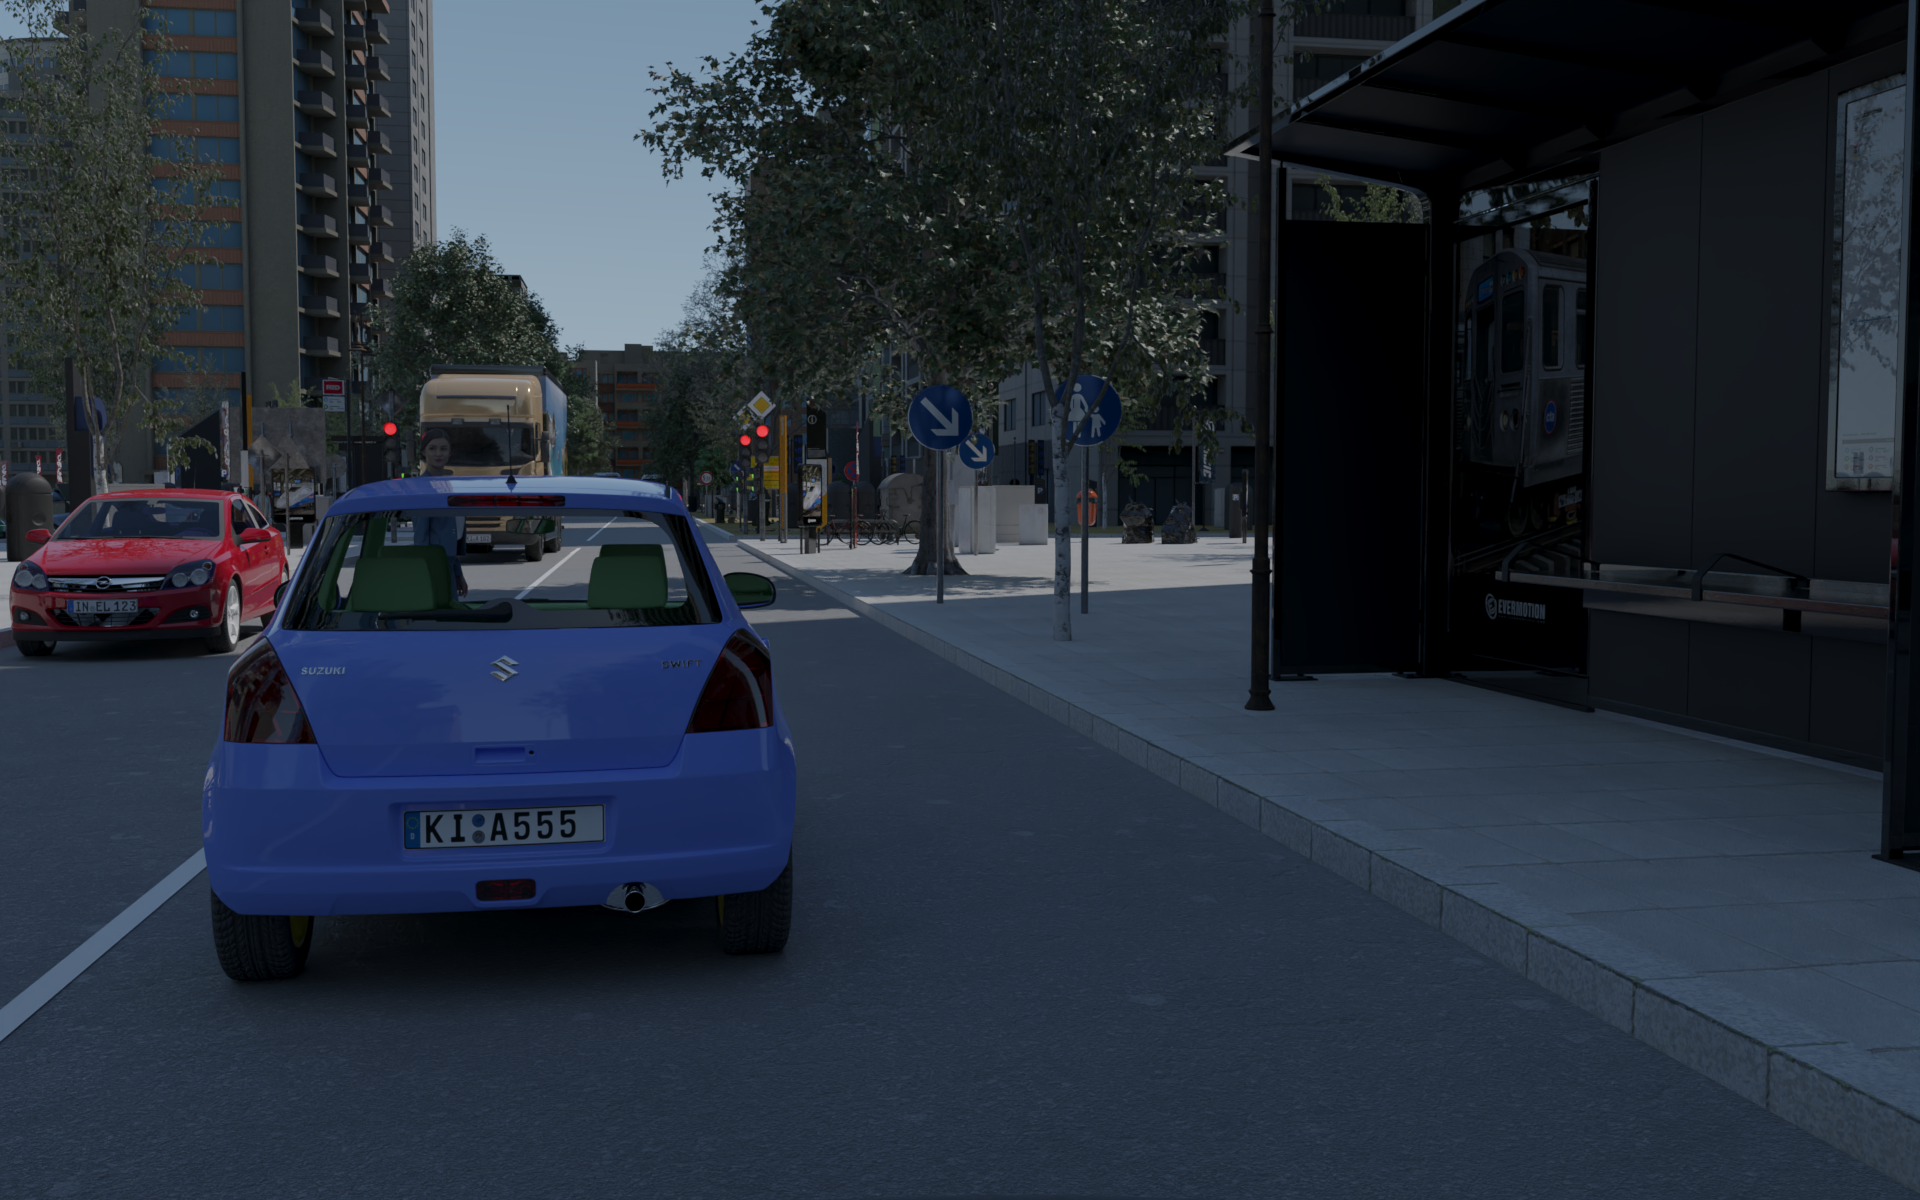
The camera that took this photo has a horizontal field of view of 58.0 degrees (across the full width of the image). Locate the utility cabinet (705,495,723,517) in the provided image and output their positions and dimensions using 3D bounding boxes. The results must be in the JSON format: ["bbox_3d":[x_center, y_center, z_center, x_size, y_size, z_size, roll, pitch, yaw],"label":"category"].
[{"bbox_3d":[-14.086,-5.379,99.106,1.020,1.237,0.306,0,4,-4],"label":"utility cabinet"}]

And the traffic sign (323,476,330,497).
[{"bbox_3d":[-21.433,-3.567,58.420,0.768,2.556,0.104,0,4,-3],"label":"traffic sign"}]

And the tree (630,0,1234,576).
[{"bbox_3d":[-0.311,-6.741,27.218,9.611,12.733,9.660,0,3,0],"label":"tree"}]

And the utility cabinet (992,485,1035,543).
[{"bbox_3d":[1.328,-2.215,44.889,1.173,1.500,0.318,-1,4,-19],"label":"utility cabinet"}]

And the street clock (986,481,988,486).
[{"bbox_3d":[1.393,-5.569,95.628,0.358,2.002,0.471,1,4,11],"label":"street clock"}]

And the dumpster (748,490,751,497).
[{"bbox_3d":[-14.069,-7.279,121.500,1.502,2.255,1.985,-1,4,-10],"label":"dumpster"}]

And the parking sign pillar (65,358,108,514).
[{"bbox_3d":[-17.589,-2.842,34.935,1.447,3.967,1.447,-1,4,-12],"label":"parking sign pillar"}]

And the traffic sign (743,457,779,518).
[{"bbox_3d":[-10.399,-6.014,92.208,2.265,3.308,0.079,0,4,-6],"label":"traffic sign"}]

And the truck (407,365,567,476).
[{"bbox_3d":[-10.618,-3.123,39.968,2.839,4.237,11.283,-1,4,-10],"label":"truck"}]

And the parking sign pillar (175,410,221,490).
[{"bbox_3d":[-24.207,-4.070,55.024,1.447,3.967,1.447,3,5,41],"label":"parking sign pillar"}]

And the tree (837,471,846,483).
[{"bbox_3d":[-9.130,-8.066,126.477,1.663,3.219,1.824,0,3,0],"label":"tree"}]

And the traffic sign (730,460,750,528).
[{"bbox_3d":[-8.262,-3.976,65.121,0.768,2.556,0.104,0,4,-8],"label":"traffic sign"}]

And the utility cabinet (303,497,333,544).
[{"bbox_3d":[-16.637,-2.037,44.461,1.020,1.237,0.306,0,4,2],"label":"utility cabinet"}]

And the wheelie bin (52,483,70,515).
[{"bbox_3d":[-26.694,-2.678,51.691,0.693,1.594,0.980,1,4,20],"label":"wheelie bin"}]

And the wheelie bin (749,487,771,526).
[{"bbox_3d":[-8.046,-3.764,69.452,0.693,1.594,0.980,2,4,32],"label":"wheelie bin"}]

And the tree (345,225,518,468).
[{"bbox_3d":[-21.538,-9.619,74.284,9.611,12.733,9.660,0,3,0],"label":"tree"}]

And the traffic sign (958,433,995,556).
[{"bbox_3d":[0.336,-2.197,36.026,0.768,2.556,0.104,-1,4,-8],"label":"traffic sign"}]

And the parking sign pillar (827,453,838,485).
[{"bbox_3d":[-7.585,-6.898,101.257,1.447,3.967,1.447,1,4,20],"label":"parking sign pillar"}]

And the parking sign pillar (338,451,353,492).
[{"bbox_3d":[-35.094,-6.769,99.140,1.447,3.967,1.447,3,5,40],"label":"parking sign pillar"}]

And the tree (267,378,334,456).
[{"bbox_3d":[-42.337,-9.704,109.031,4.737,8.622,4.395,0,3,0],"label":"tree"}]

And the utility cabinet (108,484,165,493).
[{"bbox_3d":[-18.051,-1.787,37.901,0.318,1.500,1.173,3,5,44],"label":"utility cabinet"}]

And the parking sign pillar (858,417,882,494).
[{"bbox_3d":[-3.081,-4.298,58.746,1.447,3.967,1.447,-1,4,-22],"label":"parking sign pillar"}]

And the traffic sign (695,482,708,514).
[{"bbox_3d":[-16.337,-6.716,109.811,0.884,2.594,0.081,0,4,-2],"label":"traffic sign"}]

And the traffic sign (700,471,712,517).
[{"bbox_3d":[-14.158,-5.917,96.842,0.768,2.556,0.104,0,4,-2],"label":"traffic sign"}]

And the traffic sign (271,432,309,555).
[{"bbox_3d":[-14.026,-2.209,36.115,0.884,2.594,0.081,0,4,-8],"label":"traffic sign"}]

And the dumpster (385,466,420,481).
[{"bbox_3d":[-18.961,-3.467,59.179,1.502,2.255,1.985,-1,4,-10],"label":"dumpster"}]

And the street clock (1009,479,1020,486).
[{"bbox_3d":[2.531,-4.659,80.743,0.471,2.002,0.358,-1,4,-11],"label":"street clock"}]

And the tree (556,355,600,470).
[{"bbox_3d":[-29.339,-11.821,119.030,9.928,11.665,9.643,0,3,0],"label":"tree"}]

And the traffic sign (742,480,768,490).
[{"bbox_3d":[-13.629,-7.341,113.906,2.265,3.308,0.079,0,4,-6],"label":"traffic sign"}]

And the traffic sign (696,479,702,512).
[{"bbox_3d":[-18.439,-7.552,123.587,0.768,2.556,0.104,0,4,-8],"label":"traffic sign"}]

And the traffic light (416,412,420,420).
[{"bbox_3d":[-16.295,-3.937,53.285,0.839,4.253,0.868,-1,4,-10],"label":"traffic light"}]

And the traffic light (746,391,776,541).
[{"bbox_3d":[-5.410,-3.562,47.160,0.839,4.253,0.868,-1,4,-10],"label":"traffic light"}]

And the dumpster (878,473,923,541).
[{"bbox_3d":[-1.525,-2.570,47.776,1.264,1.857,1.865,-1,4,-10],"label":"dumpster"}]

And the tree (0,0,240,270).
[{"bbox_3d":[-11.140,-4.390,22.137,4.360,8.622,3.978,0,3,0],"label":"tree"}]

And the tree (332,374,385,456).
[{"bbox_3d":[-35.512,-9.358,103.370,4.360,8.622,3.978,0,3,0],"label":"tree"}]

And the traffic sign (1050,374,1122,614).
[{"bbox_3d":[1.336,-1.125,18.493,0.768,2.556,0.104,0,4,-1],"label":"traffic sign"}]

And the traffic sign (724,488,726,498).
[{"bbox_3d":[-17.650,-7.951,130.110,0.768,2.556,0.104,-1,4,-9],"label":"traffic sign"}]

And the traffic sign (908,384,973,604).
[{"bbox_3d":[-0.232,-1.231,20.226,0.768,2.556,0.104,0,4,-7],"label":"traffic sign"}]

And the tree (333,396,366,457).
[{"bbox_3d":[-43.623,-10.529,122.508,4.737,8.622,4.395,0,3,0],"label":"tree"}]

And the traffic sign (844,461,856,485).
[{"bbox_3d":[-4.066,-4.066,66.583,0.768,2.556,0.104,-1,4,-9],"label":"traffic sign"}]

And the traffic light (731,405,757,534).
[{"bbox_3d":[-6.841,-4.043,55.017,0.839,4.253,0.868,-1,4,-10],"label":"traffic light"}]

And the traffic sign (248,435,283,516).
[{"bbox_3d":[-13.686,-2.006,33.981,0.795,2.450,0.064,0,4,-4],"label":"traffic sign"}]

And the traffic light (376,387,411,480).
[{"bbox_3d":[-14.864,-3.456,45.429,0.839,4.253,0.868,-1,4,-10],"label":"traffic light"}]

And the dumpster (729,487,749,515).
[{"bbox_3d":[-13.951,-6.338,109.390,1.264,1.857,1.865,-1,4,-10],"label":"dumpster"}]

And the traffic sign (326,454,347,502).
[{"bbox_3d":[-20.037,-3.388,55.494,0.768,2.556,0.104,0,4,-5],"label":"traffic sign"}]

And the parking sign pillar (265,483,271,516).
[{"bbox_3d":[-41.387,-6.982,102.634,1.447,3.967,1.447,3,4,37],"label":"parking sign pillar"}]

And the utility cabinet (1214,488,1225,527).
[{"bbox_3d":[10.162,-3.566,66.985,0.318,1.500,1.173,2,4,28],"label":"utility cabinet"}]

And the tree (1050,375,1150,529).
[{"bbox_3d":[5.306,-6.903,63.224,4.737,8.622,4.395,0,3,0],"label":"tree"}]

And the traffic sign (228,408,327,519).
[{"bbox_3d":[-16.104,-2.873,40.848,2.265,3.308,0.079,0,4,-4],"label":"traffic sign"}]
